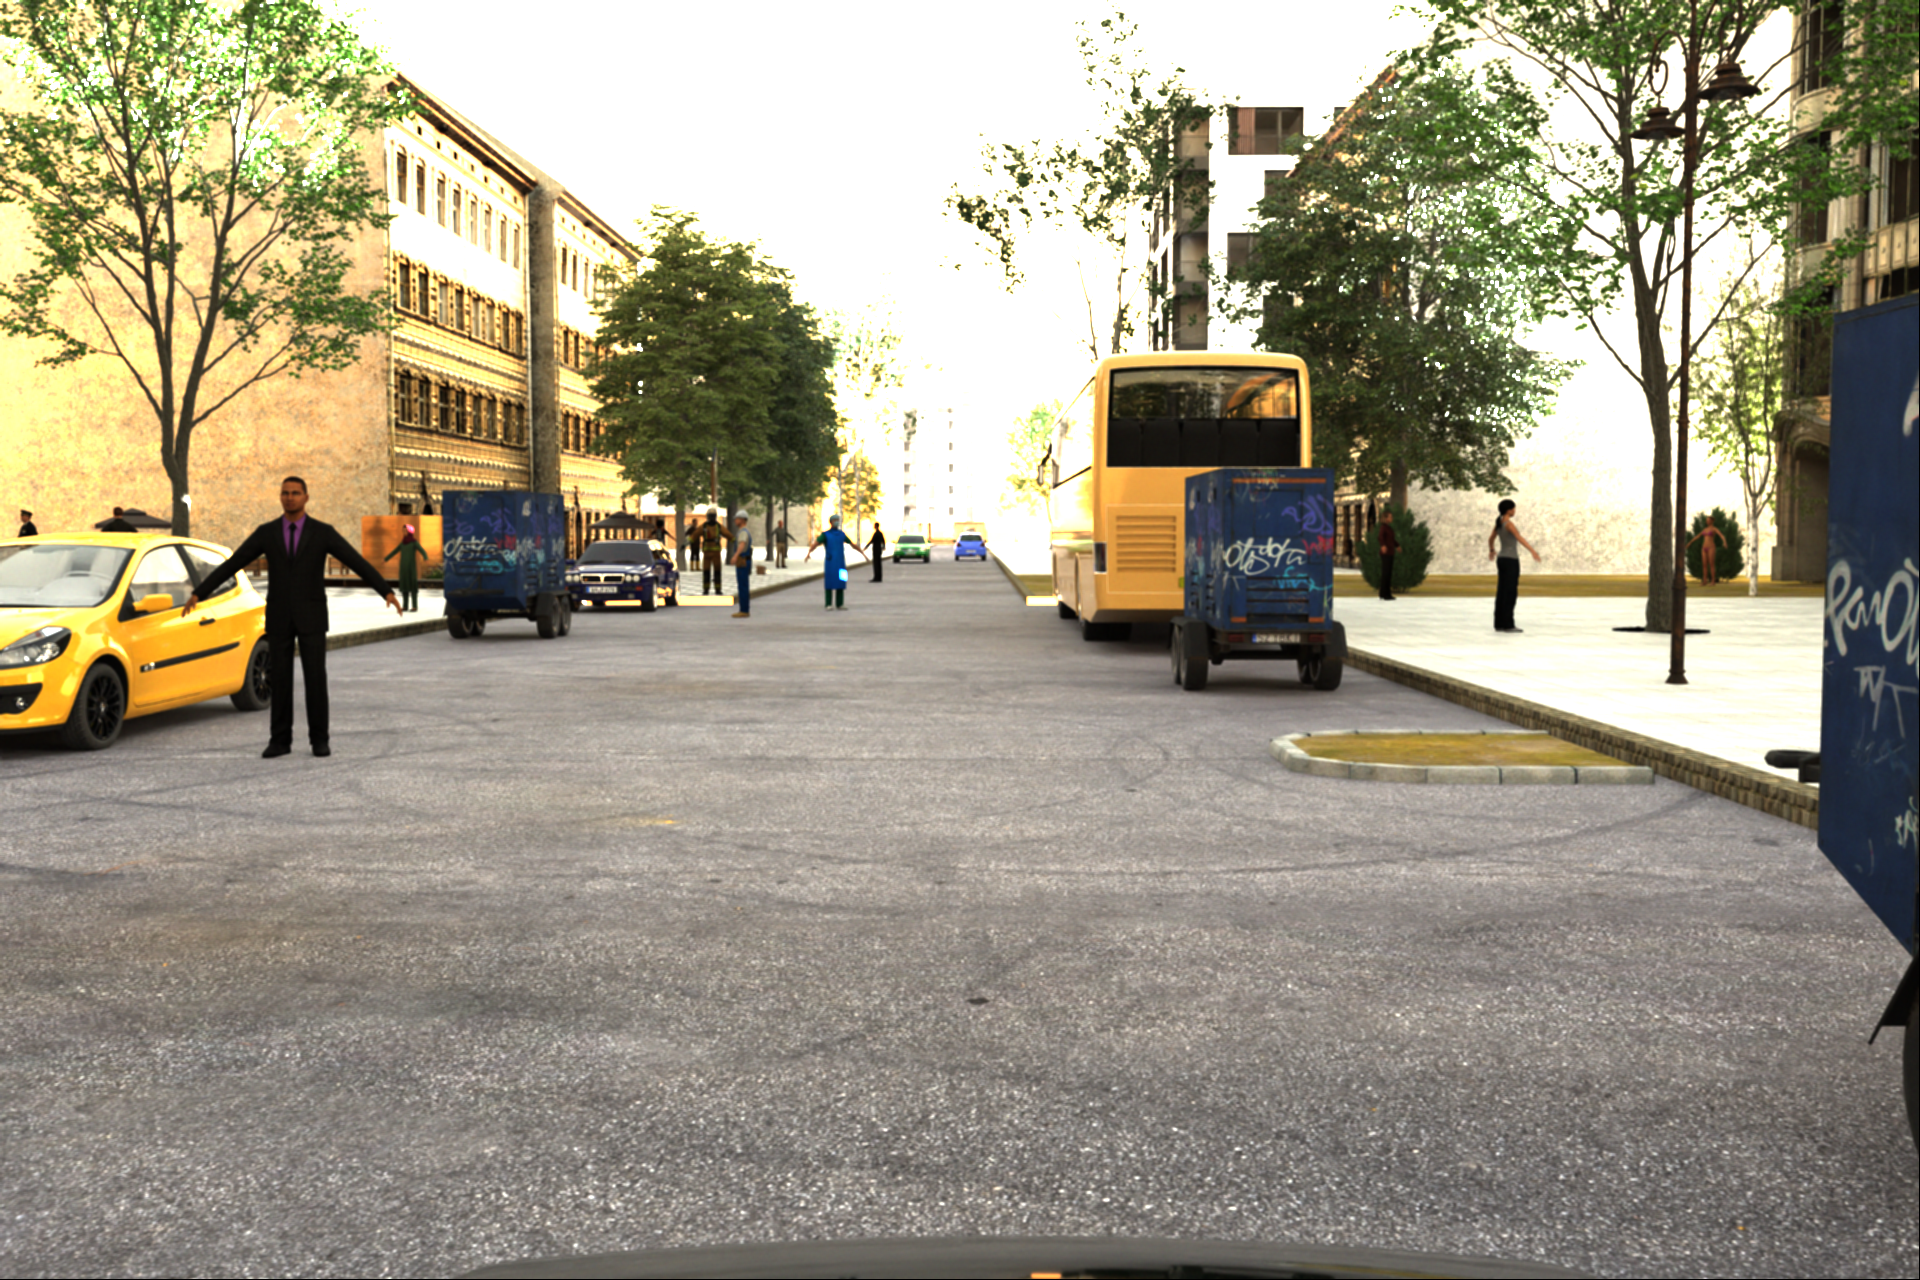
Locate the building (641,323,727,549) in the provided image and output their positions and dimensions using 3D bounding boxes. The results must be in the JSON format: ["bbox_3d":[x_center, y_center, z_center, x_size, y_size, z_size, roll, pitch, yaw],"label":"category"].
[{"bbox_3d":[-26.896,-18.229,154.467,16.016,20.090,11.380,0,4,0],"label":"building"}]

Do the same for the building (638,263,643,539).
[{"bbox_3d":[-26.506,-15.137,103.918,16.016,20.090,11.380,0,4,1],"label":"building"}]

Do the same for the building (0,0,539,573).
[{"bbox_3d":[-27.877,-14.352,65.591,19.493,23.208,18.063,0,4,1],"label":"building"}]

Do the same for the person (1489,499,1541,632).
[{"bbox_3d":[7.266,-0.976,22.773,0.721,1.737,1.217,-1,4,-11],"label":"person"}]

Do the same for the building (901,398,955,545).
[{"bbox_3d":[-7.462,-22.785,231.415,11.380,20.090,16.016,0,4,-6],"label":"building"}]

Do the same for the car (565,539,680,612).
[{"bbox_3d":[-6.478,-1.263,33.222,1.945,1.354,3.894,0,3,0],"label":"car"}]

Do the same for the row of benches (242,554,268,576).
[{"bbox_3d":[-21.456,-2.199,51.414,1.422,0.672,4.104,1,4,20],"label":"row of benches"}]

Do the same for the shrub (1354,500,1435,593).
[{"bbox_3d":[9.419,-2.027,37.566,1.690,2.028,1.600,0,3,0],"label":"shrub"}]

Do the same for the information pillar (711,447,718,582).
[{"bbox_3d":[-6.603,-3.379,46.606,0.183,3.616,0.504,0,4,2],"label":"information pillar"}]

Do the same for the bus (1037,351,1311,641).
[{"bbox_3d":[2.843,-2.112,26.079,2.896,3.916,12.252,0,4,0],"label":"bus"}]

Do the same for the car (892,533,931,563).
[{"bbox_3d":[-2.434,-4.793,87.168,1.959,1.807,4.718,0,4,0],"label":"car"}]

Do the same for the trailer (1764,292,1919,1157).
[{"bbox_3d":[2.742,0.197,3.821,1.471,1.999,3.904,0,3,0],"label":"trailer"}]

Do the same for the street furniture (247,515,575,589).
[{"bbox_3d":[-11.964,-2.282,44.168,9.812,1.723,11.010,2,4,29],"label":"street furniture"}]

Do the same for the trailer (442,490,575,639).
[{"bbox_3d":[-6.259,-0.996,23.337,1.471,1.999,3.904,0,4,1],"label":"trailer"}]

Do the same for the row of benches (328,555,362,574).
[{"bbox_3d":[-18.706,-2.359,54.035,1.422,0.672,4.104,-3,5,-40],"label":"row of benches"}]

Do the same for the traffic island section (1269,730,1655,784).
[{"bbox_3d":[3.006,0.730,10.930,1.991,0.108,1.994,0,4,1],"label":"traffic island section"}]

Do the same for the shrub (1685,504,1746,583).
[{"bbox_3d":[19.873,-2.542,45.610,1.661,2.075,1.752,0,3,0],"label":"shrub"}]

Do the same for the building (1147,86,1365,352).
[{"bbox_3d":[24.051,-15.394,95.665,27.936,21.610,32.646,0,4,1],"label":"building"}]

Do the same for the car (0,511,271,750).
[{"bbox_3d":[-6.509,-0.151,12.696,2.015,1.641,3.980,0,4,1],"label":"car"}]

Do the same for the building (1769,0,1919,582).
[{"bbox_3d":[26.687,-12.833,26.478,14.369,24.946,33.146,0,4,1],"label":"building"}]

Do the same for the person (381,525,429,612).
[{"bbox_3d":[-9.175,-1.191,28.680,0.989,1.438,0.599,2,4,24],"label":"person"}]

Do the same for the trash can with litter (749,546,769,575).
[{"bbox_3d":[-6.551,-2.643,54.606,1.055,1.170,0.624,0,4,0],"label":"trash can with litter"}]

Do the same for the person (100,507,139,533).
[{"bbox_3d":[-16.089,-1.646,33.128,1.348,1.803,0.705,-3,5,-42],"label":"person"}]

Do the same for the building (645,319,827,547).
[{"bbox_3d":[-24.281,-21.374,180.399,19.493,23.208,18.063,0,4,0],"label":"building"}]

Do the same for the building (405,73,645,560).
[{"bbox_3d":[-26.766,-15.523,84.734,19.493,23.208,18.063,0,4,1],"label":"building"}]

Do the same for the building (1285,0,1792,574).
[{"bbox_3d":[23.461,-14.286,64.512,19.493,23.208,18.063,0,3,0],"label":"building"}]

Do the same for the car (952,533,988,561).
[{"bbox_3d":[0.559,-5.184,94.344,1.945,1.707,3.694,0,4,-1],"label":"car"}]

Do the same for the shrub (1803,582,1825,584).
[{"bbox_3d":[22.326,-2.508,45.052,1.661,2.075,1.752,0,3,0],"label":"shrub"}]

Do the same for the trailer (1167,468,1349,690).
[{"bbox_3d":[2.758,-0.602,16.899,1.471,1.999,3.904,0,4,0],"label":"trailer"}]

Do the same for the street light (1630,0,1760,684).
[{"bbox_3d":[6.156,-2.563,14.695,0.468,5.910,1.993,0,4,1],"label":"street light"}]
